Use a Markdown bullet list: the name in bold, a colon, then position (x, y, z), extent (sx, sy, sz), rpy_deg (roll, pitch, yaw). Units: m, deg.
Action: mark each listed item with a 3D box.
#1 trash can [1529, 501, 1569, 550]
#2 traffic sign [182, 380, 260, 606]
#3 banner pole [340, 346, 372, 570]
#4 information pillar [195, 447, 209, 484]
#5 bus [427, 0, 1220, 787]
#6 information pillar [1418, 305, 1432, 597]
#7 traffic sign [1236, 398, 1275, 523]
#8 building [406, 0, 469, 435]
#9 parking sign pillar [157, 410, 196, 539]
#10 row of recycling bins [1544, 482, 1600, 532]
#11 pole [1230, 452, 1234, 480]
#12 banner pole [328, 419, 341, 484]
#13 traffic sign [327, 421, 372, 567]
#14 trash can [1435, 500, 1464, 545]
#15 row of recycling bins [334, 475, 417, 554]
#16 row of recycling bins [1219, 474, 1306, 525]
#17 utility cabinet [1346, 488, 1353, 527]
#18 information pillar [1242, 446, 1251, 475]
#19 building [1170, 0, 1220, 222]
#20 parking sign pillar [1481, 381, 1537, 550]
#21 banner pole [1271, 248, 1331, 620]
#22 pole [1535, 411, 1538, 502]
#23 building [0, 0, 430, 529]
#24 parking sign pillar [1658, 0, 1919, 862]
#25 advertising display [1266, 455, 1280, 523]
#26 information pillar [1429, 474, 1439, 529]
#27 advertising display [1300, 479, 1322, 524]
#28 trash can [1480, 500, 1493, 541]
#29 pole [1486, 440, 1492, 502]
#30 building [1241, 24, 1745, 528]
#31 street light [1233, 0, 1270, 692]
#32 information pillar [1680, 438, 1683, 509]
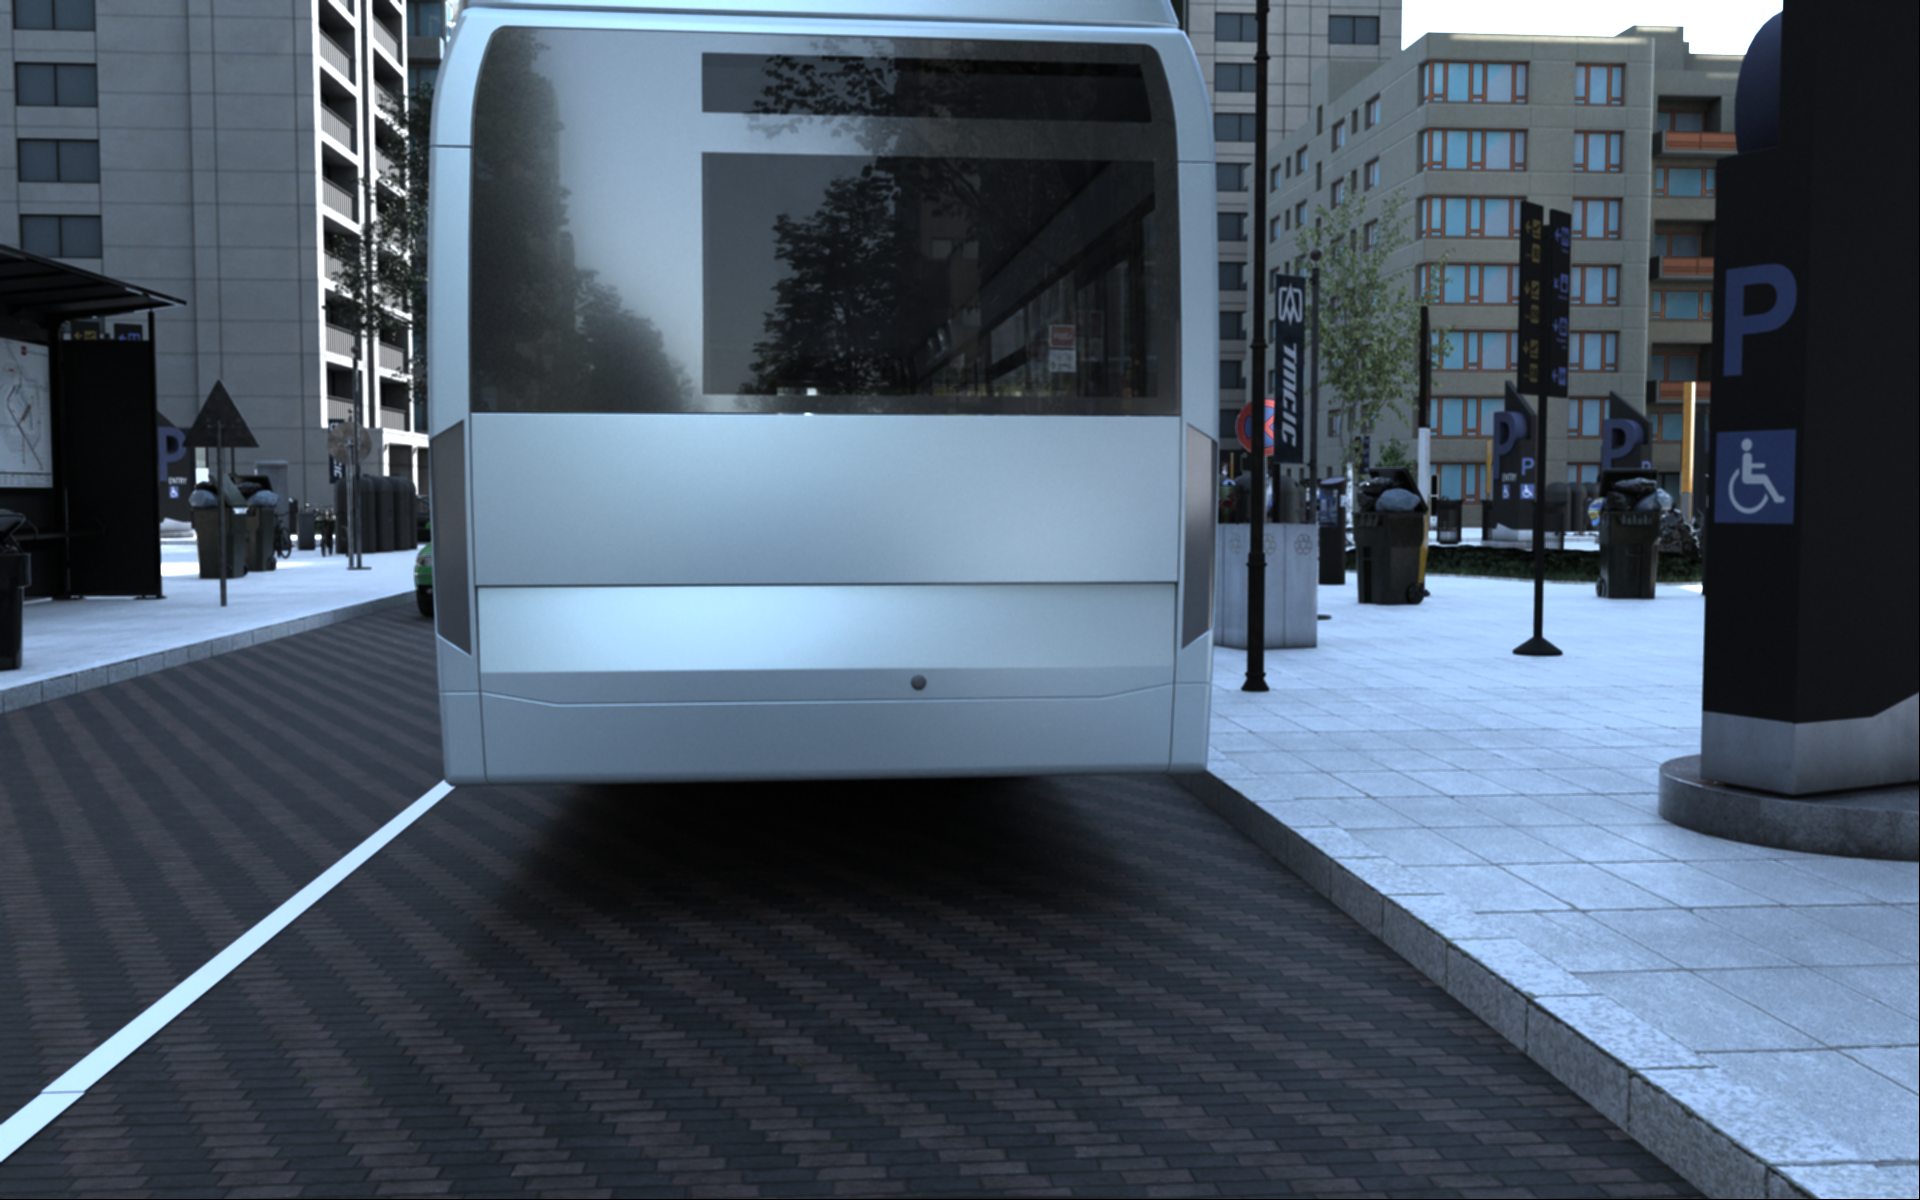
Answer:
- **trash can**: position (11.798, -1.411, 34.725), extent (0.748, 1.137, 0.748), rpy_deg (0, 3, 0)
- **traffic sign**: position (-8.431, -1.208, 19.758), extent (0.884, 2.594, 0.081), rpy_deg (0, 4, 0)
- **banner pole**: position (-10.144, -2.396, 29.185), extent (0.401, 3.779, 0.863), rpy_deg (-1, 4, -23)
- **information pillar**: position (-24.347, -3.934, 55.673), extent (0.504, 3.616, 0.183), rpy_deg (2, 4, 25)
- **bus**: position (-1.116, -1.059, 12.180), extent (2.948, 3.499, 13.247), rpy_deg (0, 4, -6)
- **information pillar**: position (5.842, -1.862, 21.805), extent (0.183, 3.616, 0.504), rpy_deg (1, 4, 22)
- **traffic sign**: position (4.045, -1.405, 23.074), extent (0.768, 2.556, 0.104), rpy_deg (0, 4, 2)
- **building**: position (-48.389, -33.978, 175.155), extent (30.456, 49.044, 23.786), rpy_deg (0, 4, -5)
- **parking sign pillar**: position (-23.053, -3.787, 50.396), extent (1.447, 3.967, 1.447), rpy_deg (1, 4, 20)
- **row of recycling bins**: position (21.310, -3.207, 59.551), extent (3.534, 1.692, 1.069), rpy_deg (-3, 5, -41)
- **pole**: position (13.295, -5.558, 84.709), extent (0.158, 3.312, 0.155), rpy_deg (0, 3, 0)
- **banner pole**: position (-18.124, -3.724, 50.912), extent (0.863, 3.779, 0.401), rpy_deg (-2, 4, -30)
- **traffic sign**: position (-10.706, -1.852, 30.392), extent (0.768, 2.556, 0.104), rpy_deg (0, 4, -4)
- **trash can**: position (12.442, -1.981, 44.039), extent (0.748, 1.137, 0.748), rpy_deg (0, 3, 0)
- **row of recycling bins**: position (-13.040, -1.943, 38.881), extent (1.069, 1.692, 3.534), rpy_deg (0, 4, 1)
- **row of recycling bins**: position (5.706, -1.783, 36.269), extent (3.534, 1.692, 1.069), rpy_deg (-3, 4, -37)
- **utility cabinet**: position (14.586, -3.483, 65.625), extent (0.318, 1.500, 1.173), rpy_deg (2, 4, 25)
- **information pillar**: position (13.117, -5.380, 79.316), extent (0.504, 3.616, 0.183), rpy_deg (1, 4, 8)
- **building**: position (13.450, -40.754, 104.579), extent (20.563, 71.187, 20.611), rpy_deg (0, 4, -5)
- **parking sign pillar**: position (12.982, -3.186, 40.558), extent (1.447, 3.967, 1.447), rpy_deg (-1, 4, -10)
- **banner pole**: position (3.445, -1.686, 17.586), extent (0.863, 3.779, 0.401), rpy_deg (-3, 5, -39)
- **pole**: position (14.157, -2.964, 42.309), extent (0.158, 3.312, 0.155), rpy_deg (0, 3, 0)
- **building**: position (-32.366, -38.729, 71.472), extent (20.563, 71.187, 20.611), rpy_deg (0, 4, -5)
- **parking sign pillar**: position (3.493, -1.110, 6.616), extent (1.447, 3.967, 1.447), rpy_deg (-2, 4, -27)
- **advertising display**: position (5.029, -1.410, 28.260), extent (0.123, 1.923, 0.974), rpy_deg (0, 4, -5)
- **information pillar**: position (17.641, -3.665, 64.421), extent (0.304, 2.012, 0.304), rpy_deg (1, 4, 18)
- **advertising display**: position (14.616, -4.097, 72.199), extent (0.974, 1.923, 0.123), rpy_deg (-1, 4, -16)
- **trash can**: position (13.300, -1.921, 43.062), extent (0.748, 1.137, 0.748), rpy_deg (0, 3, 0)
- **pole**: position (19.961, -4.377, 65.399), extent (0.158, 3.312, 0.155), rpy_deg (0, 3, 0)
- **building**: position (30.658, -14.370, 79.994), extent (28.899, 21.520, 27.650), rpy_deg (0, 4, -5)
- **street light**: position (1.930, -2.346, 11.144), extent (0.468, 5.910, 1.993), rpy_deg (0, 4, -5)
- **information pillar**: position (26.569, -4.420, 63.630), extent (0.183, 3.616, 0.504), rpy_deg (1, 4, 11)
